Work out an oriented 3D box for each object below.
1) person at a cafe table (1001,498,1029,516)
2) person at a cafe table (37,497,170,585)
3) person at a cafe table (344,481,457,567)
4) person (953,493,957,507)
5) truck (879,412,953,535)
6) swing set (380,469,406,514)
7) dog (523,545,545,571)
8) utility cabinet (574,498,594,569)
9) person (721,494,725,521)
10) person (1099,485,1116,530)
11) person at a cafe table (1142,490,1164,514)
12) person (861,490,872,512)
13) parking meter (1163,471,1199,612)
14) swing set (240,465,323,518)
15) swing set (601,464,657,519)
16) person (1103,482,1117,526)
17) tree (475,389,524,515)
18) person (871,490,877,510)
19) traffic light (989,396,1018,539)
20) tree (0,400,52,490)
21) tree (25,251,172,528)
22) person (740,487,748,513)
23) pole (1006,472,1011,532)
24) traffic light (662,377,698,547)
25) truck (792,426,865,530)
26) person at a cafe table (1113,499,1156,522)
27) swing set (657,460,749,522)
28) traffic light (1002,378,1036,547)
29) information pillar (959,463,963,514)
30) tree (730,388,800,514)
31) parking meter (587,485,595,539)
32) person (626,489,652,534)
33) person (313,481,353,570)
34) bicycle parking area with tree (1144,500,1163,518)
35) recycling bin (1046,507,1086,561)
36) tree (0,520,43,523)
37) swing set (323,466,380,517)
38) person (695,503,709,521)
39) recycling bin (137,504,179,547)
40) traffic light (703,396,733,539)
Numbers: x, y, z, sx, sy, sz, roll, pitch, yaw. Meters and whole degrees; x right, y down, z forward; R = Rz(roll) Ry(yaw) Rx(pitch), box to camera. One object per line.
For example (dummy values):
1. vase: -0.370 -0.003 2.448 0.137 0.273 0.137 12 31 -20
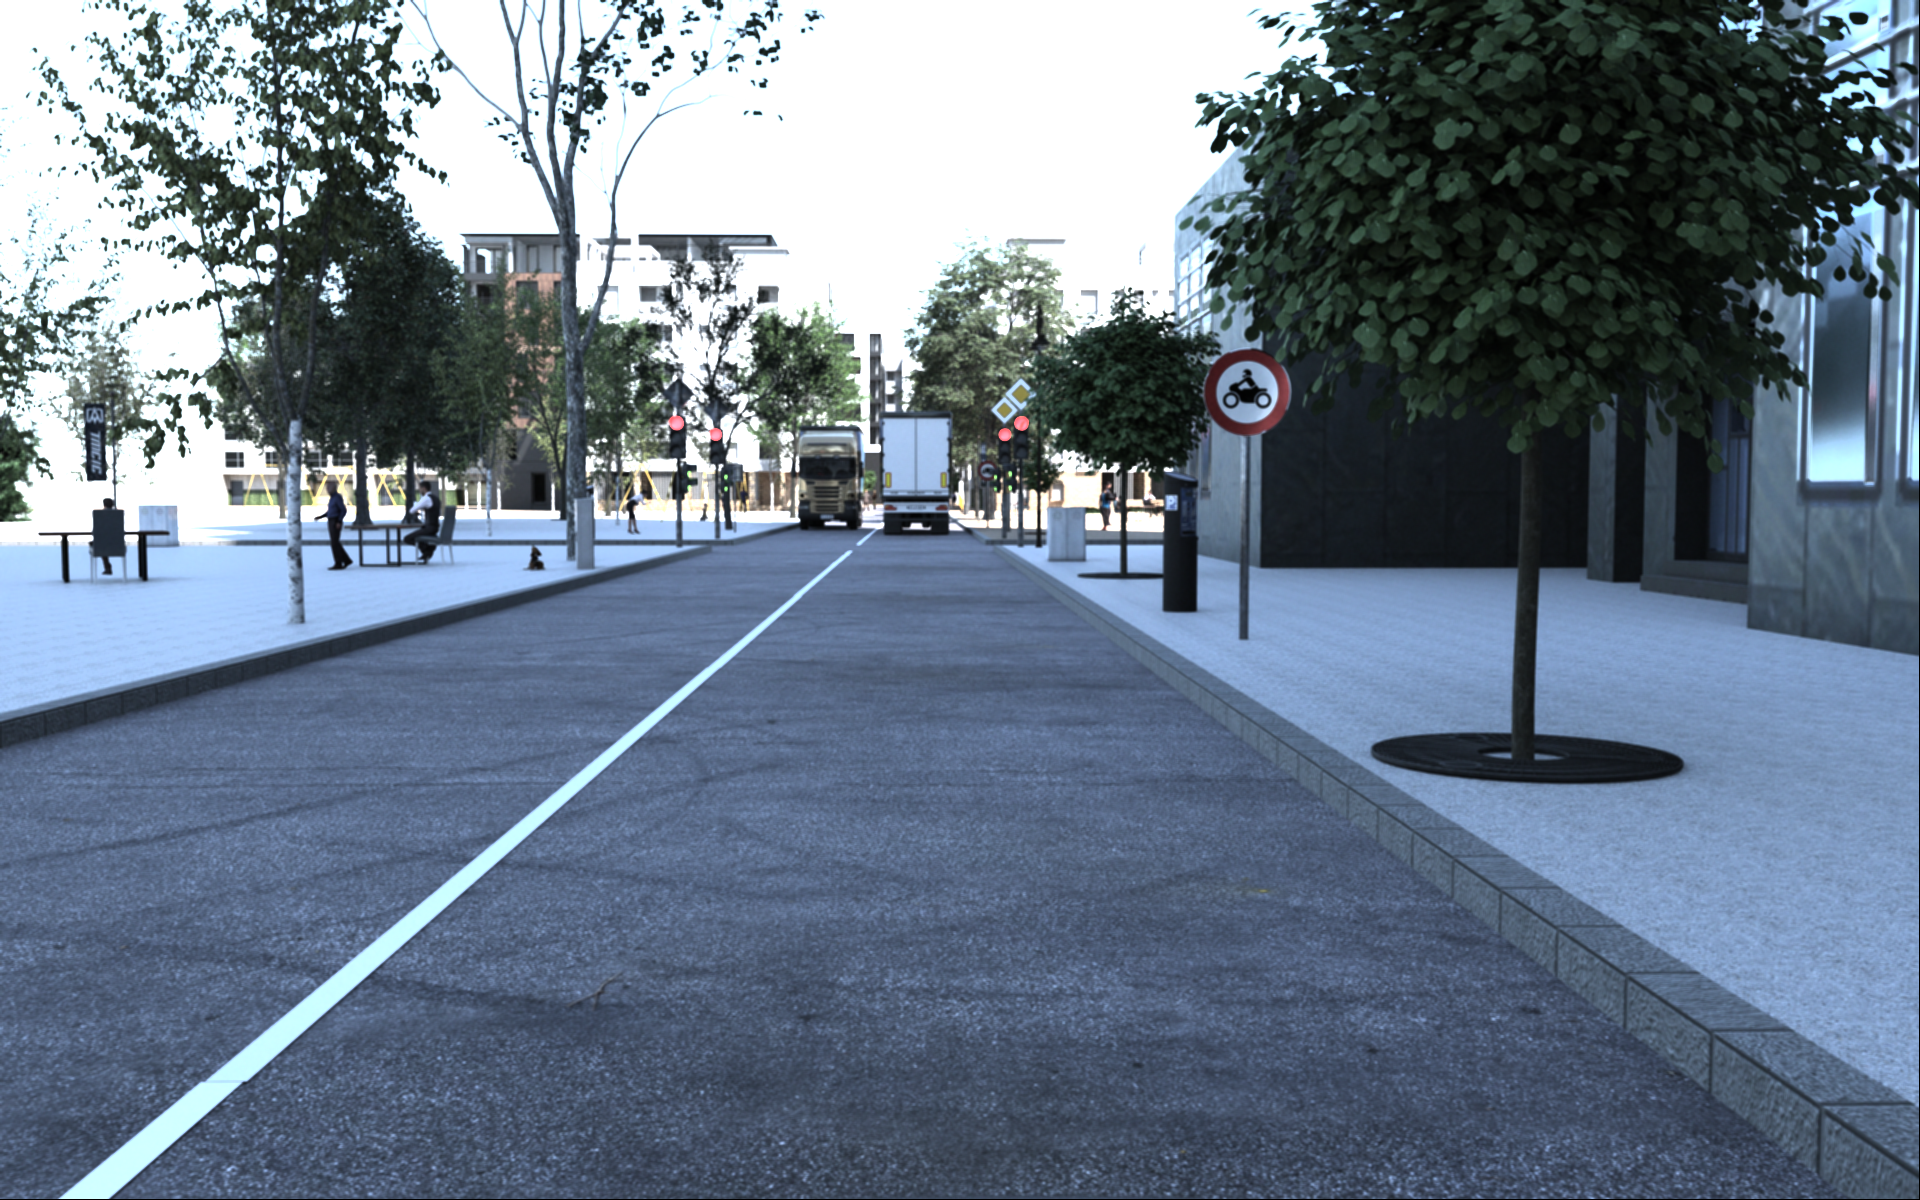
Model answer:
1. person at a cafe table: 3.300 -5.537 101.399 1.698 1.238 1.726 3 5 44
2. person at a cafe table: -12.477 -0.882 25.279 1.698 1.238 1.726 -2 4 -29
3. person at a cafe table: -9.893 -1.383 31.124 1.622 1.524 1.698 1 4 8
4. person: -0.561 -9.719 168.185 0.421 1.427 0.697 -1 4 -9
5. truck: -1.604 -4.619 64.442 2.839 4.237 11.283 0 4 -1
6. swing set: -35.665 -6.700 107.165 2.862 2.851 3.119 -2 4 -34
7. dog: -7.291 -0.716 29.435 0.550 0.427 0.748 1 4 20
8. utility cabinet: -6.506 -1.149 29.953 0.306 1.237 1.020 -1 4 -14
9. person: -11.179 -4.540 82.817 0.480 1.512 0.613 -2 4 -27
10. person: 5.246 -3.308 61.997 0.647 1.594 0.662 -2 4 -25
11. person at a cafe table: 12.767 -6.495 114.700 1.698 1.524 1.622 -3 4 -36
12. person: -7.593 -7.999 139.831 0.990 1.755 0.434 0 4 -3
13. parking meter: 2.408 -0.643 18.926 0.372 1.533 0.369 0 3 0
14. swing set: -36.581 -5.826 92.881 2.862 2.851 3.119 2 4 28
15. swing set: -16.982 -5.665 90.248 2.862 2.851 3.119 0 4 5
16. person: 6.033 -3.860 69.603 0.568 1.767 0.683 1 4 12
17. tree: -30.215 -9.931 112.729 4.360 8.622 3.978 0 3 0
18. person: -7.803 -9.004 156.240 0.721 1.766 1.217 1 4 19
19. traffic light: 1.261 -3.732 49.941 0.839 4.253 0.868 0 4 -1
20. tree: -55.850 -7.676 88.412 20.602 7.101 11.467 0 4 -5
21. tree: -26.003 -6.284 53.108 4.360 8.622 3.978 0 3 0
22. person: -14.364 -6.611 114.843 0.576 1.737 0.504 -1 4 -12
23. pole: 1.616 -3.981 58.925 0.158 3.312 0.155 0 3 0
24. traffic light: -6.764 -3.231 41.744 0.839 4.253 0.868 0 4 -1
25. truck: -5.380 -5.152 73.145 2.839 4.237 11.283 0 4 -2
26. person at a cafe table: 7.884 -4.214 79.764 1.726 1.238 1.698 2 4 32
27. swing set: -11.750 -5.047 80.139 3.119 2.851 2.862 2 4 24
28. traffic light: 1.455 -3.244 41.959 0.839 4.253 0.868 0 4 -1
29. information pillar: 0.072 -7.515 114.221 0.183 3.616 0.504 2 4 24
30. tree: -11.937 -9.885 111.986 4.360 8.622 3.978 0 3 0
31. parking meter: -10.609 -2.506 49.387 0.372 1.533 0.369 0 3 0
32. person: -10.437 -2.867 56.115 0.628 1.438 0.799 1 4 20
33. person: -10.671 -1.264 29.409 0.600 1.496 0.574 -1 4 -10
34. bicycle parking area with tree: 14.610 -6.683 96.265 8.231 4.147 9.016 2 4 33
35. recycling bin: 2.039 -1.271 33.338 0.722 1.027 0.722 0 4 0
36. tree: -49.946 -10.517 73.767 13.155 14.587 18.604 2 4 24
37. swing set: -35.269 -6.181 98.674 2.862 2.851 3.119 -3 5 -41
38. person: -12.396 -4.249 83.434 0.347 0.859 0.695 2 4 34
39. recycling bin: -19.548 -1.816 42.247 0.722 1.027 0.722 0 4 -3
40. traffic light: -6.957 -3.719 49.727 0.839 4.253 0.868 0 4 -1
